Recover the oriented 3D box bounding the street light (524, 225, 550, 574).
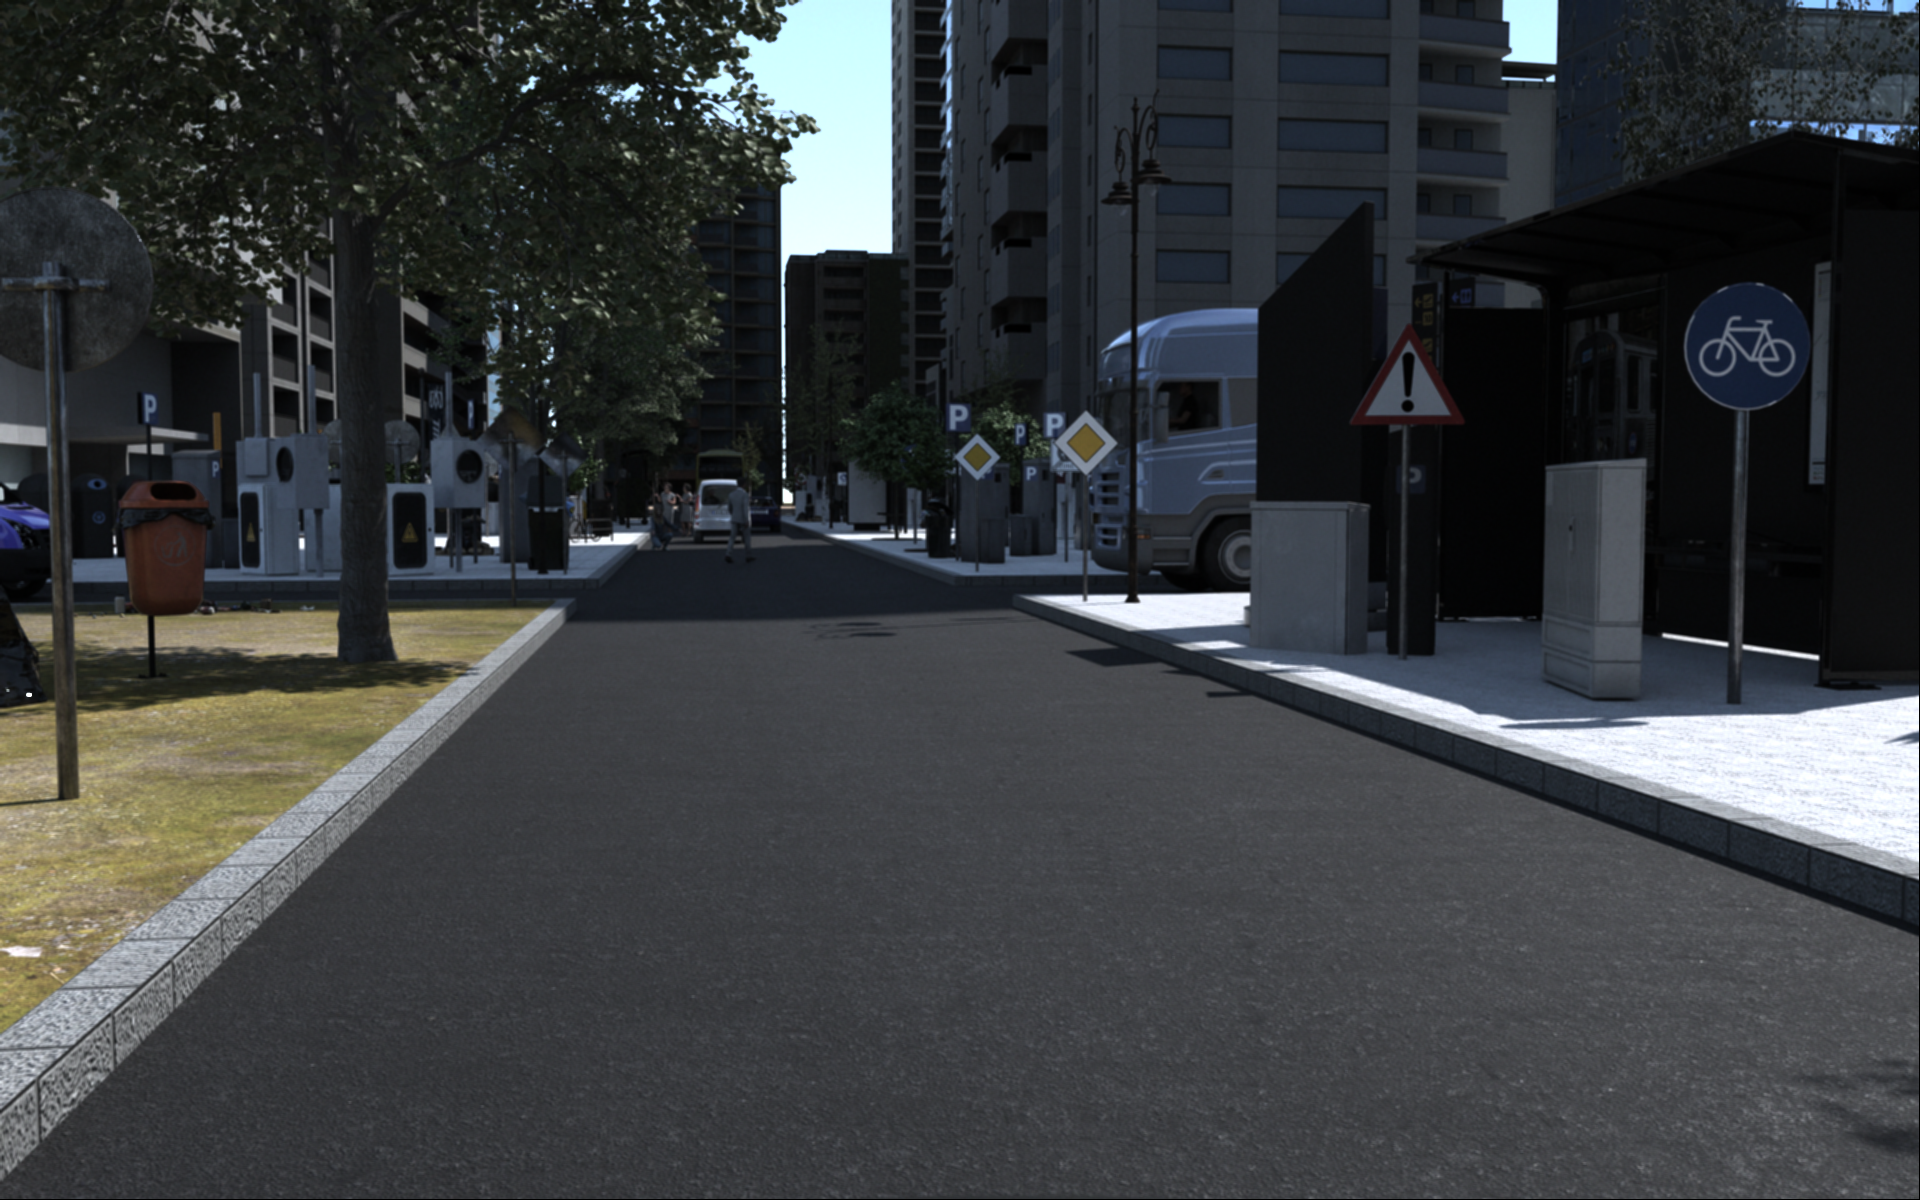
[{"bbox_3d":[-6.705,-3.356,27.663,0.468,5.910,1.993,-1,4,-9],"label":"street light"}]

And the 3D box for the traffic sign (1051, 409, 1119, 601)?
[{"bbox_3d":[1.493,-1.040,20.644,0.795,2.450,0.064,-1,4,-9],"label":"traffic sign"}]

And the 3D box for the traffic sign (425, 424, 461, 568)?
[{"bbox_3d":[-8.842,-1.838,30.060,0.884,2.594,0.081,0,4,1],"label":"traffic sign"}]

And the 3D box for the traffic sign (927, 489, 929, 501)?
[{"bbox_3d":[-1.159,-3.680,62.291,0.606,2.300,0.079,0,4,-3],"label":"traffic sign"}]

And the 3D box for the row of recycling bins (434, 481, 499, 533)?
[{"bbox_3d":[-15.730,-3.018,56.451,3.534,1.692,1.069,2,4,26],"label":"row of recycling bins"}]

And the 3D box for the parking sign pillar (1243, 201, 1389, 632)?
[{"bbox_3d":[3.477,-1.723,16.649,1.447,3.967,1.447,-3,4,-38],"label":"parking sign pillar"}]

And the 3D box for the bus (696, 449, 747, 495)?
[{"bbox_3d":[-13.057,-6.312,94.748,2.896,3.916,12.252,0,4,-8],"label":"bus"}]

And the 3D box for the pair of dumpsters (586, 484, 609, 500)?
[{"bbox_3d":[-20.402,-5.751,96.524,1.574,2.255,4.437,-1,4,-9],"label":"pair of dumpsters"}]

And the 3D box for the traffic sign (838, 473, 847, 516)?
[{"bbox_3d":[-5.468,-4.868,81.727,0.606,2.300,0.079,0,4,-2],"label":"traffic sign"}]

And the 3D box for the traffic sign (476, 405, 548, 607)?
[{"bbox_3d":[-5.078,-0.980,19.659,0.795,2.450,0.064,-1,4,-9],"label":"traffic sign"}]

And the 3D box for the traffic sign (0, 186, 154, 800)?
[{"bbox_3d":[-3.753,-0.435,7.213,0.768,2.556,0.104,0,4,-8],"label":"traffic sign"}]

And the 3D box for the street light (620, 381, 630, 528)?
[{"bbox_3d":[-12.522,-5.650,65.167,0.468,5.910,1.993,-1,4,-9],"label":"street light"}]

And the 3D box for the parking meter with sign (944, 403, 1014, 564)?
[{"bbox_3d":[0.319,-2.222,32.591,0.543,3.016,1.738,-2,4,-26],"label":"parking meter with sign"}]

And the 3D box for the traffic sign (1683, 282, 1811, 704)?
[{"bbox_3d":[4.737,-0.637,10.522,0.768,2.556,0.104,0,4,-1],"label":"traffic sign"}]

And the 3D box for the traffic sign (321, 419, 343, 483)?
[{"bbox_3d":[-10.409,-1.781,29.228,0.768,2.556,0.104,0,4,-3],"label":"traffic sign"}]

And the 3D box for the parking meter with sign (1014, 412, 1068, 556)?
[{"bbox_3d":[1.621,-2.448,36.283,0.543,3.016,1.738,2,4,30],"label":"parking meter with sign"}]

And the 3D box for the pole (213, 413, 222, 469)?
[{"bbox_3d":[-18.594,-3.032,43.419,0.158,3.312,0.155,0,3,0],"label":"pole"}]

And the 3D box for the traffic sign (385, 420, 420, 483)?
[{"bbox_3d":[-9.646,-1.811,29.720,0.768,2.556,0.104,0,4,-3],"label":"traffic sign"}]

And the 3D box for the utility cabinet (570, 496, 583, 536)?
[{"bbox_3d":[-12.096,-2.567,53.140,1.020,1.237,0.306,-3,4,-38],"label":"utility cabinet"}]

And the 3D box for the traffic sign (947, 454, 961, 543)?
[{"bbox_3d":[-0.087,-2.331,40.241,0.606,2.300,0.079,0,4,-6],"label":"traffic sign"}]

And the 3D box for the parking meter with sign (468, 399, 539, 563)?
[{"bbox_3d":[-8.230,-2.207,32.352,1.738,3.016,0.543,-2,4,-27],"label":"parking meter with sign"}]

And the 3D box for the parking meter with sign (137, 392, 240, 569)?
[{"bbox_3d":[-13.139,-2.053,29.825,1.738,3.016,0.543,0,4,2],"label":"parking meter with sign"}]

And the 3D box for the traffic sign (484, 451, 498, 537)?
[{"bbox_3d":[-14.115,-3.153,51.651,0.768,2.556,0.104,0,4,1],"label":"traffic sign"}]

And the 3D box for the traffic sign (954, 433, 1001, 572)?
[{"bbox_3d":[0.281,-1.523,28.537,0.795,2.450,0.064,-1,4,-9],"label":"traffic sign"}]

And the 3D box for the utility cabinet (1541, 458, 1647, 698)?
[{"bbox_3d":[4.085,-0.157,11.245,0.318,1.500,1.173,0,4,4],"label":"utility cabinet"}]

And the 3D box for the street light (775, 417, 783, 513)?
[{"bbox_3d":[-10.676,-7.933,102.494,0.468,5.910,1.993,-1,4,-9],"label":"street light"}]

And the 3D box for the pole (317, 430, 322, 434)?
[{"bbox_3d":[-20.295,-3.744,55.055,0.158,3.312,0.155,0,3,0],"label":"pole"}]

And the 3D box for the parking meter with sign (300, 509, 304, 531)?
[{"bbox_3d":[-23.285,-3.892,59.894,0.543,3.016,1.738,3,5,42],"label":"parking meter with sign"}]

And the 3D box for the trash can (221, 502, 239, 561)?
[{"bbox_3d":[-13.342,-1.245,32.017,0.748,1.137,0.748,0,3,0],"label":"trash can"}]

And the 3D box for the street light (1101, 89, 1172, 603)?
[{"bbox_3d":[2.043,-2.907,20.324,0.468,5.910,1.993,-1,4,-9],"label":"street light"}]

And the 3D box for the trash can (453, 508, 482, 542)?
[{"bbox_3d":[-11.083,-1.671,38.977,0.748,1.137,0.748,0,3,0],"label":"trash can"}]

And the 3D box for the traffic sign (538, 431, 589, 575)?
[{"bbox_3d":[-6.290,-1.462,27.552,0.795,2.450,0.064,-1,4,-9],"label":"traffic sign"}]

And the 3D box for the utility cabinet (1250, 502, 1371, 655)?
[{"bbox_3d":[2.860,-0.186,14.208,0.306,1.237,1.020,-3,5,-40],"label":"utility cabinet"}]

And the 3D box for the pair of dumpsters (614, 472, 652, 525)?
[{"bbox_3d":[-13.853,-4.335,73.375,1.574,2.255,4.437,-1,4,-9],"label":"pair of dumpsters"}]

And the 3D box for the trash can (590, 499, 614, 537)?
[{"bbox_3d":[-10.801,-2.483,52.251,0.748,1.137,0.748,0,3,0],"label":"trash can"}]

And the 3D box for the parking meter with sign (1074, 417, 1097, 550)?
[{"bbox_3d":[2.953,-2.671,39.940,0.543,3.016,1.738,0,4,-8],"label":"parking meter with sign"}]

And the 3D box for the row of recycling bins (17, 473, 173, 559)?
[{"bbox_3d":[-17.082,-1.702,34.939,1.069,1.692,3.534,3,5,42],"label":"row of recycling bins"}]

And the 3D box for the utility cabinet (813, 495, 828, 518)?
[{"bbox_3d":[-7.706,-5.087,94.338,1.020,1.237,0.306,1,4,12],"label":"utility cabinet"}]

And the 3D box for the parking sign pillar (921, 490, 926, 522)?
[{"bbox_3d":[-1.975,-5.119,72.164,1.447,3.967,1.447,-3,4,-38],"label":"parking sign pillar"}]

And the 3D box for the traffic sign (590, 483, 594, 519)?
[{"bbox_3d":[-15.712,-4.378,73.708,0.606,2.300,0.079,0,4,-6],"label":"traffic sign"}]

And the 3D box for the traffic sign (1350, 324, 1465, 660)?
[{"bbox_3d":[3.427,-0.815,13.334,0.884,2.594,0.081,0,4,-1],"label":"traffic sign"}]

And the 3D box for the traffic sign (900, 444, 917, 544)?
[{"bbox_3d":[-1.148,-2.709,44.405,0.768,2.556,0.104,0,4,-1],"label":"traffic sign"}]

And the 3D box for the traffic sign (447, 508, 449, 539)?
[{"bbox_3d":[-13.897,-2.870,47.027,0.768,2.556,0.104,0,4,-1],"label":"traffic sign"}]

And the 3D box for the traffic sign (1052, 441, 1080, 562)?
[{"bbox_3d":[2.004,-1.862,32.578,0.606,2.300,0.079,0,4,0],"label":"traffic sign"}]

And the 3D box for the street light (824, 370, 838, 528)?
[{"bbox_3d":[-4.819,-5.614,64.572,0.468,5.910,1.993,-1,4,-9],"label":"street light"}]

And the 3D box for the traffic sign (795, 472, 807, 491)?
[{"bbox_3d":[-8.760,-5.855,95.827,0.768,2.556,0.104,-1,4,-8],"label":"traffic sign"}]
